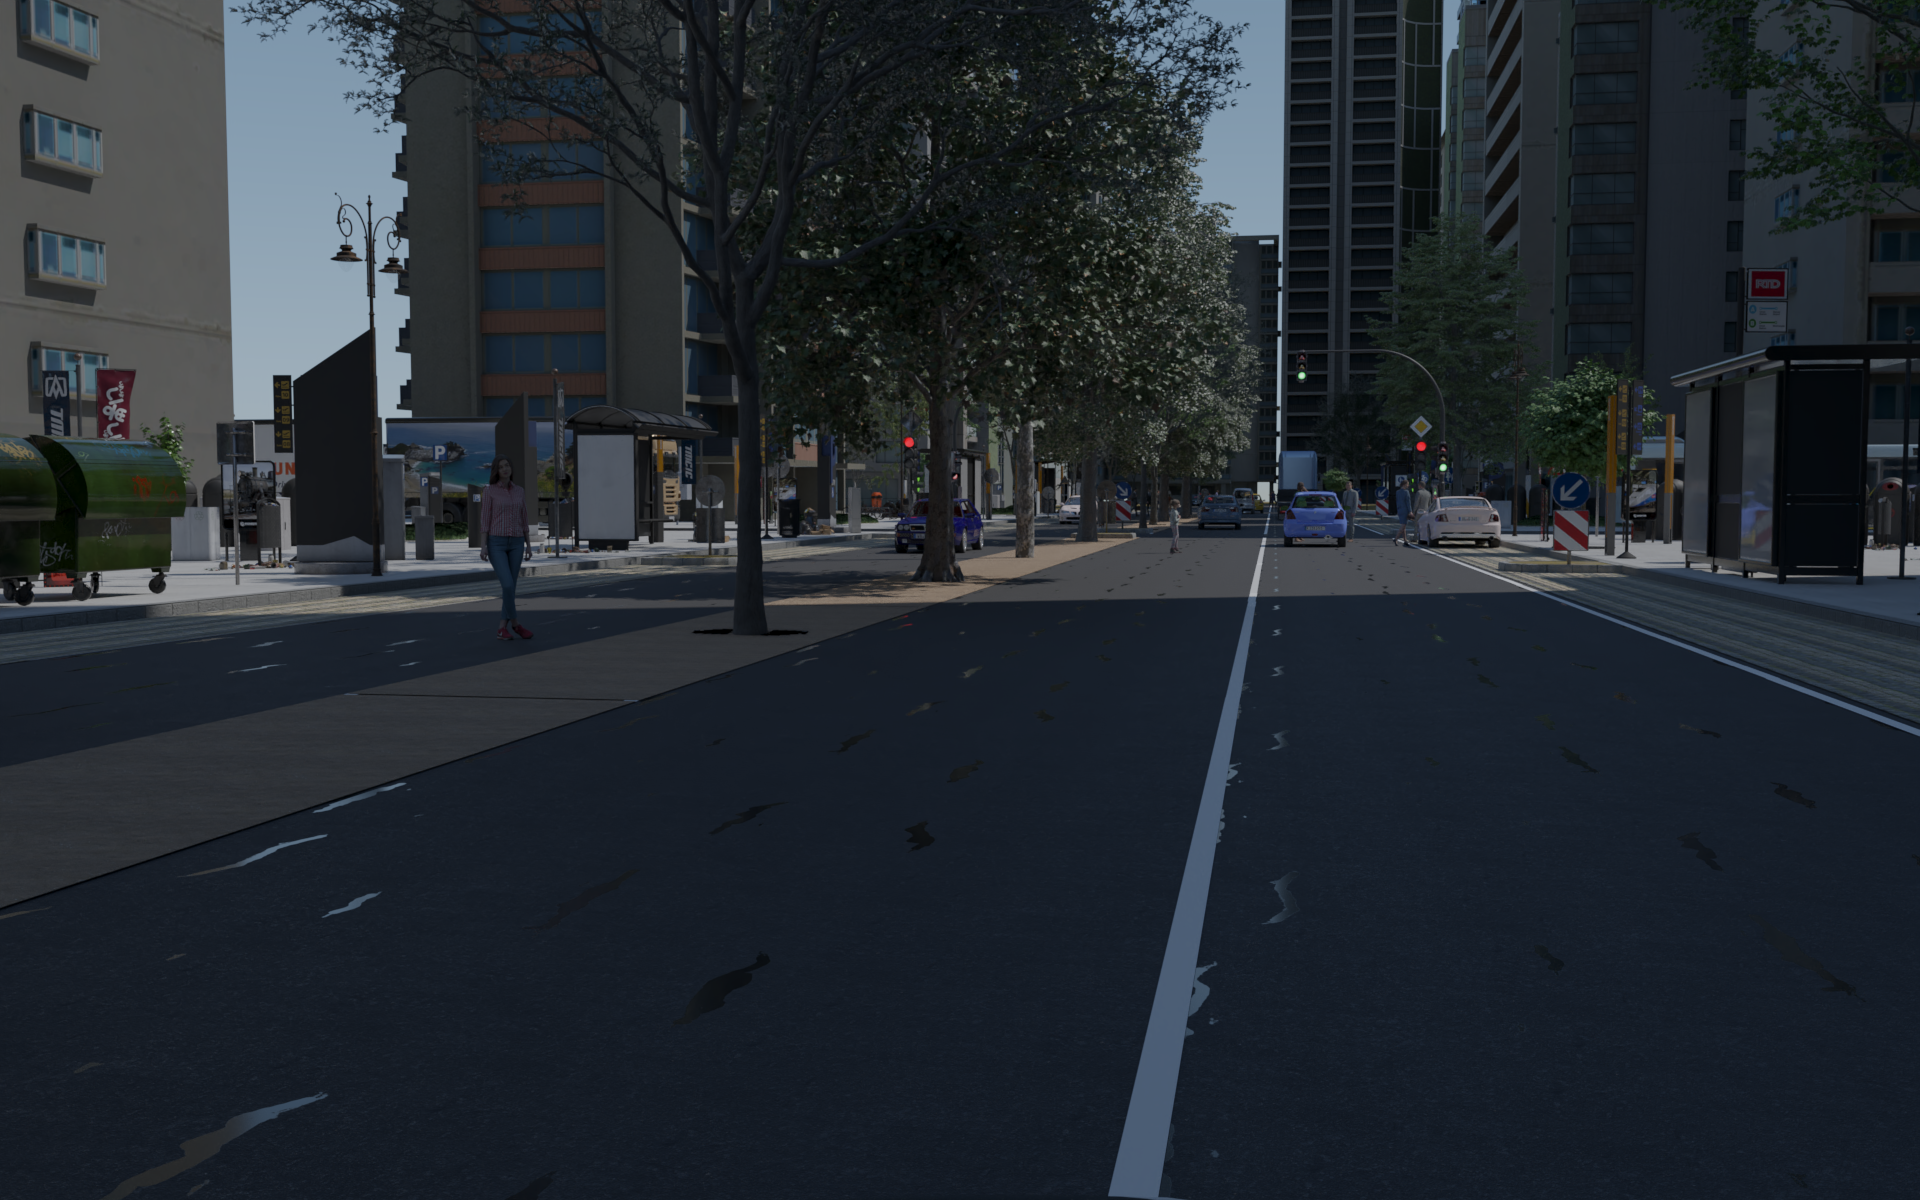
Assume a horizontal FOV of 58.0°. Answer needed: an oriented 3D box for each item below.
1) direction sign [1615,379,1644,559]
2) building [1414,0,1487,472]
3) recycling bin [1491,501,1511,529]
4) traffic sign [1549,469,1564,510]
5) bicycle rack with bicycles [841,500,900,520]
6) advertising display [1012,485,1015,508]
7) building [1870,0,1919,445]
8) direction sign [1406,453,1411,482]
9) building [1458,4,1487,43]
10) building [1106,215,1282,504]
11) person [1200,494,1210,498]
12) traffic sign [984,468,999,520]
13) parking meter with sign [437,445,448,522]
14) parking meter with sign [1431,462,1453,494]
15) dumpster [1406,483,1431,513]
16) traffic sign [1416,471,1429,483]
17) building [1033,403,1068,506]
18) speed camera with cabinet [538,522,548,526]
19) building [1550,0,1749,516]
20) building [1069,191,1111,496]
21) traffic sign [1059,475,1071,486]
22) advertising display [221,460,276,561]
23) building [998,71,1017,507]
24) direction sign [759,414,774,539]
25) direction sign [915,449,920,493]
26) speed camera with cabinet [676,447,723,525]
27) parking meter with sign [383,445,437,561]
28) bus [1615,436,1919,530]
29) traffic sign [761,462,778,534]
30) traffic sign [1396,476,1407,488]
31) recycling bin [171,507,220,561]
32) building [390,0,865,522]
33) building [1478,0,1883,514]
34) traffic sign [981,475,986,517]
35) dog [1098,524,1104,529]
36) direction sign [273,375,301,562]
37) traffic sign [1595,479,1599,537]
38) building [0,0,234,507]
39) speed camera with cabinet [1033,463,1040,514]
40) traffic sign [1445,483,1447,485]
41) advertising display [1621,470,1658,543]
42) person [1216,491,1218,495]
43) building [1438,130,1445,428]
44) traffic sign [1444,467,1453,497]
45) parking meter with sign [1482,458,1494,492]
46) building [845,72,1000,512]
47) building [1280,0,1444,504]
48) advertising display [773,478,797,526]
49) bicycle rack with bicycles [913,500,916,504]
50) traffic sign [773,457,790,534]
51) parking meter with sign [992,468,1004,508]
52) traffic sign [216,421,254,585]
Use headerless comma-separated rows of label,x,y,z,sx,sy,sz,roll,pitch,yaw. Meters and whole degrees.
direction sign,13.268,-2.592,34.375,0.876,3.537,0.379,-3,4,-36
building,61.098,-53.177,182.118,22.319,86.520,31.000,1,4,10
recycling bin,20.207,-3.190,64.716,0.722,1.027,0.722,1,4,16
traffic sign,16.836,-2.959,48.375,0.884,2.594,0.081,1,4,11
bicycle rack with bicycles,-4.522,-4.494,86.866,2.925,0.926,2.852,0,4,1
advertising display,4.058,-7.218,123.230,0.123,1.923,0.974,-2,4,-33
building,46.222,-27.557,74.262,21.600,48.544,21.300,1,4,10
direction sign,24.739,-6.337,95.599,0.379,3.537,0.876,2,4,26
building,49.316,-28.396,147.865,14.154,41.232,14.086,1,4,10
building,33.149,-33.814,244.733,23.993,40.220,32.217,1,4,10
person,23.308,-9.498,163.891,1.348,1.812,0.705,1,4,13
traffic sign,1.540,-5.229,85.597,0.768,2.556,0.104,1,4,15
parking meter with sign,-18.562,-3.932,60.545,0.543,3.016,1.738,1,4,13
parking meter with sign,25.793,-5.945,93.464,1.738,3.016,0.543,0,4,3
dumpster,23.209,-5.007,87.628,1.264,1.857,1.865,1,4,10
traffic sign,25.495,-5.847,95.709,0.768,2.556,0.104,1,4,14
building,-1.079,-37.073,195.375,27.495,52.752,28.713,1,4,10
speed camera with cabinet,-15.692,-4.547,68.675,2.038,3.252,0.660,1,4,13
building,39.386,-19.721,94.140,14.160,30.474,14.107,1,4,10
building,9.585,-37.833,242.276,21.600,48.544,21.300,1,4,10
traffic sign,7.227,-7.318,119.647,0.884,2.594,0.081,1,4,17
advertising display,-13.630,-1.713,33.218,0.974,1.923,0.123,-1,4,-14
building,-5.466,-51.598,156.291,22.319,86.520,31.000,1,4,10
direction sign,-5.521,-3.514,49.455,0.379,3.537,0.876,1,4,20
direction sign,-2.191,-5.875,88.053,0.379,3.537,0.876,-1,4,-22
speed camera with cabinet,-10.975,-4.772,72.362,2.038,3.252,0.660,1,4,12
parking meter with sign,-11.092,-2.278,33.499,1.738,3.016,0.543,-1,4,-15
bus,28.010,-3.690,55.186,13.247,3.499,2.948,1,4,11
traffic sign,-5.912,-3.219,52.736,0.768,2.556,0.104,1,4,17
traffic sign,23.884,-5.606,93.782,0.606,2.300,0.079,1,4,14
recycling bin,-14.745,-1.276,33.419,0.722,1.027,0.722,-1,4,-9
building,-17.637,-26.830,93.296,22.147,44.769,28.867,1,4,10
building,48.845,-30.414,120.977,21.300,48.544,21.600,1,4,10
traffic sign,1.417,-5.697,95.269,0.606,2.300,0.079,1,4,11
dog,5.569,-2.987,68.124,0.406,0.507,0.540,-1,4,-23
direction sign,-12.600,-2.506,32.969,0.876,3.537,0.379,0,4,1
traffic sign,19.194,-3.182,52.133,0.768,2.556,0.104,1,4,18
building,-34.565,-25.672,43.441,21.600,48.544,21.300,1,4,10
speed camera with cabinet,4.616,-7.085,110.173,0.660,3.252,2.038,1,4,12
traffic sign,27.428,-6.013,98.421,0.768,2.556,0.104,1,4,11
advertising display,17.868,-2.468,45.570,0.974,1.923,0.123,-1,4,-10
person,30.015,-11.808,201.430,0.599,1.838,0.709,1,4,8
building,78.896,-39.418,233.718,27.495,52.752,28.713,1,4,10
traffic sign,23.435,-5.061,82.860,0.768,2.556,0.104,1,4,13
parking meter with sign,25.836,-5.422,84.905,0.543,3.016,1.738,1,4,14
building,-5.092,-27.025,125.449,14.154,41.232,14.086,1,4,10
building,53.951,-48.639,233.507,20.611,71.187,20.563,1,4,10
advertising display,-6.932,-3.885,68.736,0.974,1.923,0.123,1,4,12
bicycle rack with bicycles,-2.813,-5.288,99.849,2.852,0.926,2.925,-2,4,-26
traffic sign,-5.775,-3.358,55.015,0.768,2.556,0.104,1,4,15
parking meter with sign,2.467,-7.323,115.988,0.543,3.016,1.738,-2,4,-25
traffic sign,-10.202,-1.362,24.399,0.606,2.300,0.079,1,4,15
